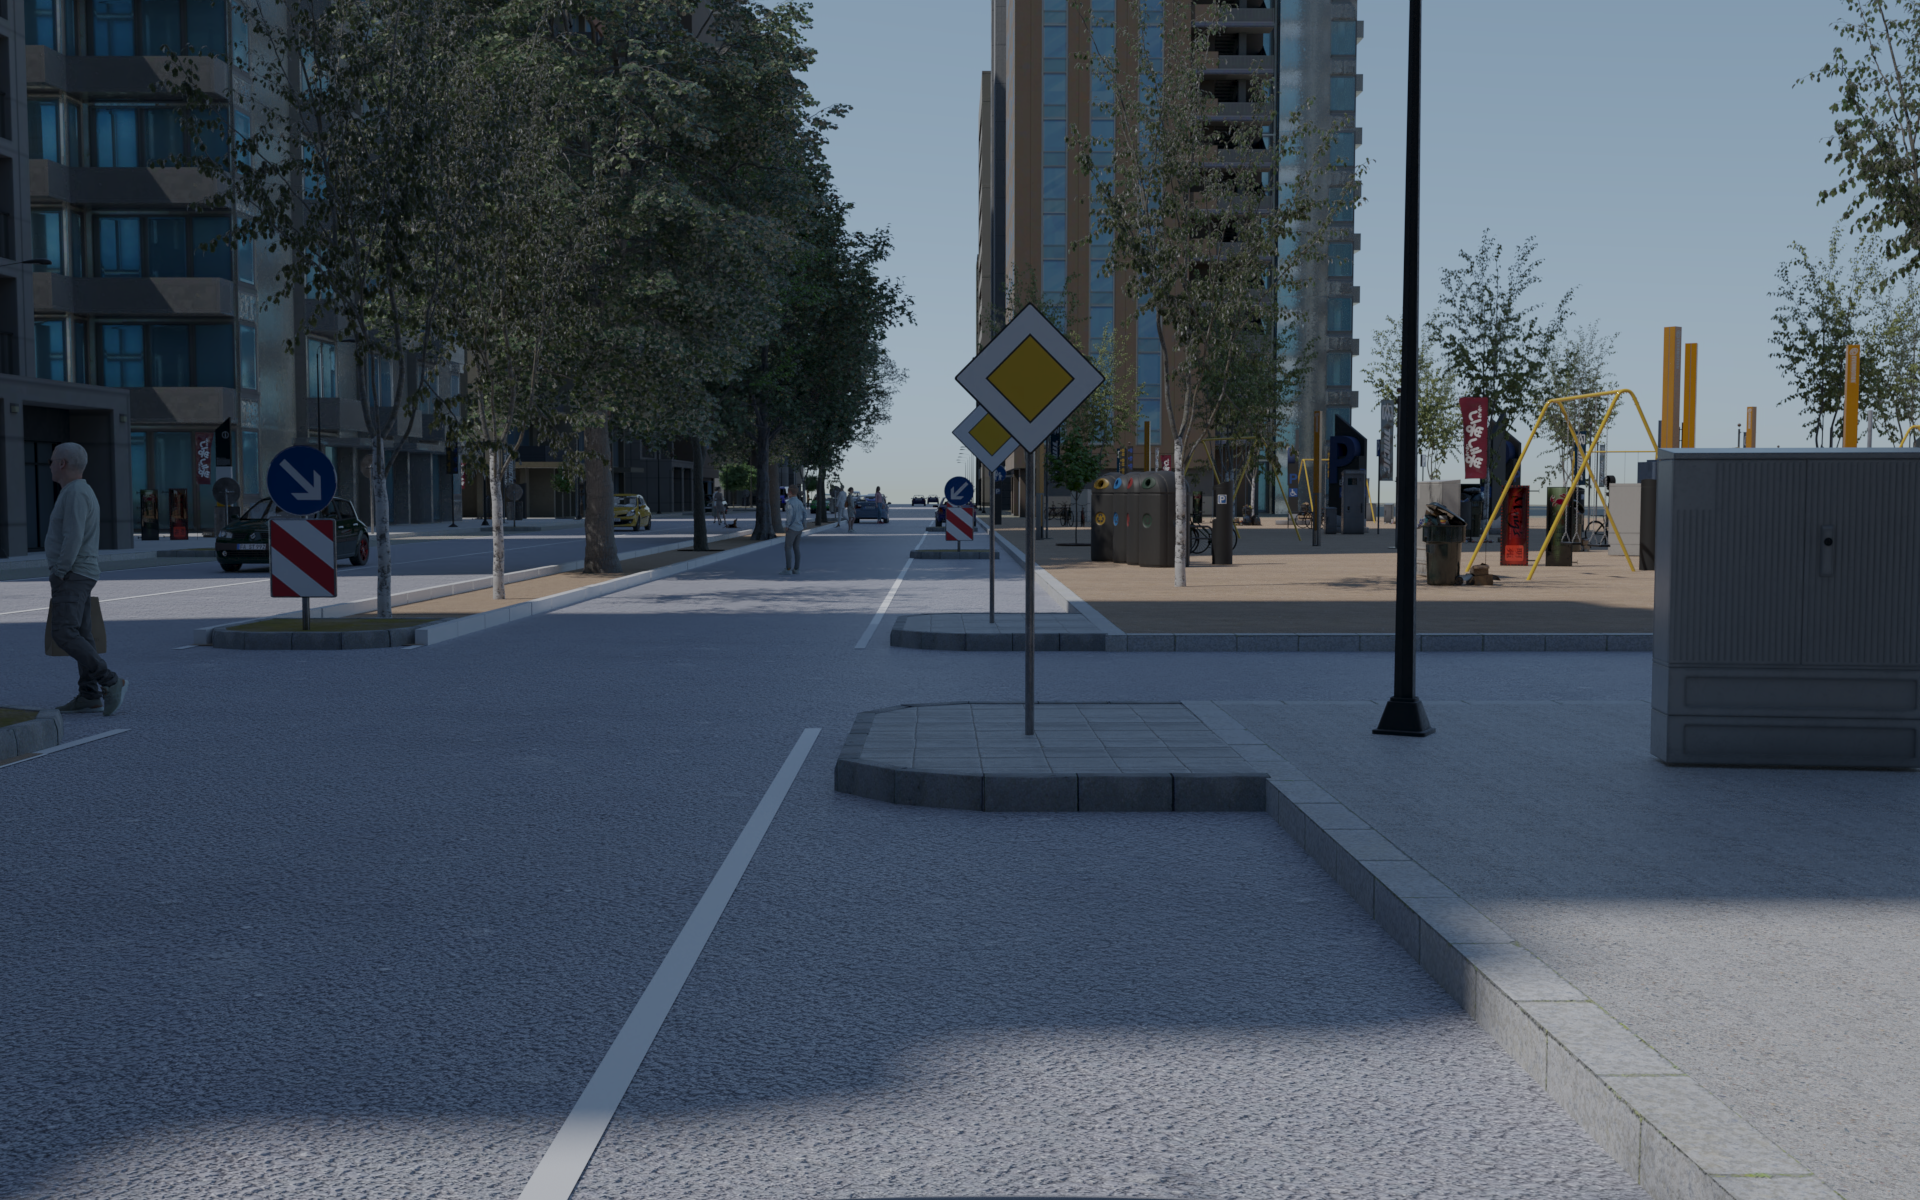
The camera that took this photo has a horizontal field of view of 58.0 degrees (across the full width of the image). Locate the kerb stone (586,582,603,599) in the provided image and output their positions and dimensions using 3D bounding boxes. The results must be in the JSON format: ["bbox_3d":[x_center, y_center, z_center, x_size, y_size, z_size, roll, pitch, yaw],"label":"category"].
[{"bbox_3d":[-5.153,-0.115,24.071,0.120,0.150,1.000,0,4,0],"label":"kerb stone"}]

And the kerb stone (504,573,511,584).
[{"bbox_3d":[-7.268,-0.303,27.148,0.120,0.150,1.000,0,4,0],"label":"kerb stone"}]

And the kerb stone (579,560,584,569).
[{"bbox_3d":[-7.316,-0.678,33.286,0.120,0.150,1.000,0,4,0],"label":"kerb stone"}]

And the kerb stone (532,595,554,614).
[{"bbox_3d":[-5.127,0.074,21.003,0.120,0.150,1.000,0,4,0],"label":"kerb stone"}]

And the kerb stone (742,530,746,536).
[{"bbox_3d":[-7.485,-2.243,58.924,0.120,0.150,1.000,0,4,0],"label":"kerb stone"}]

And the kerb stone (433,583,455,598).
[{"bbox_3d":[-7.252,-0.114,24.053,0.120,0.150,1.000,0,4,0],"label":"kerb stone"}]

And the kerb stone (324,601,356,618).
[{"bbox_3d":[-7.220,0.137,19.965,0.120,0.150,1.000,0,4,0],"label":"kerb stone"}]

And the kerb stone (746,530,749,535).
[{"bbox_3d":[-7.494,-2.309,59.952,0.120,0.150,1.000,0,4,0],"label":"kerb stone"}]

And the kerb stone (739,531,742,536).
[{"bbox_3d":[-7.480,-2.183,57.888,0.120,0.150,1.000,0,4,0],"label":"kerb stone"}]

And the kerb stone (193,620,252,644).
[{"bbox_3d":[-7.200,0.324,16.899,0.120,0.150,1.000,0,4,0],"label":"kerb stone"}]

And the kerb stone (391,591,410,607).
[{"bbox_3d":[-7.240,0.014,22.009,0.120,0.150,1.000,0,4,0],"label":"kerb stone"}]

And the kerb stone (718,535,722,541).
[{"bbox_3d":[-7.441,-1.870,52.769,0.120,0.150,1.000,0,4,0],"label":"kerb stone"}]

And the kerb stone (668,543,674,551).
[{"bbox_3d":[-7.386,-1.306,43.543,0.120,0.150,1.000,0,4,0],"label":"kerb stone"}]

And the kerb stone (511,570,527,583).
[{"bbox_3d":[-7.276,-0.366,28.177,0.120,0.150,1.000,0,4,0],"label":"kerb stone"}]

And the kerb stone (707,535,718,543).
[{"bbox_3d":[-7.438,-1.807,51.736,0.120,0.150,1.000,0,4,0],"label":"kerb stone"}]

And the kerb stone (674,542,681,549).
[{"bbox_3d":[-7.394,-1.368,44.569,0.120,0.150,1.000,0,4,0],"label":"kerb stone"}]

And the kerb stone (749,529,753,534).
[{"bbox_3d":[-7.501,-2.372,60.974,0.120,0.150,1.000,0,4,0],"label":"kerb stone"}]

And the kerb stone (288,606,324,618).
[{"bbox_3d":[-7.228,0.199,18.943,0.120,0.150,1.000,0,4,0],"label":"kerb stone"}]

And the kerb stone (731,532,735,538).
[{"bbox_3d":[-7.460,-2.058,55.844,0.120,0.150,1.000,0,4,0],"label":"kerb stone"}]

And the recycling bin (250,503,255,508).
[{"bbox_3d":[-19.433,-2.198,48.487,0.722,1.027,0.722,-1,4,-14],"label":"recycling bin"}]

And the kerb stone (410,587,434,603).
[{"bbox_3d":[-7.244,-0.050,23.031,0.120,0.150,1.000,0,4,0],"label":"kerb stone"}]

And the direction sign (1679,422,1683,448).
[{"bbox_3d":[22.715,-3.842,54.806,0.379,3.537,0.876,-3,4,-38],"label":"direction sign"}]

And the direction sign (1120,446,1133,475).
[{"bbox_3d":[7.864,-5.501,81.941,0.379,3.537,0.876,-3,4,-38],"label":"direction sign"}]

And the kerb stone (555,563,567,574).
[{"bbox_3d":[-7.301,-0.548,31.243,0.120,0.150,1.000,0,4,0],"label":"kerb stone"}]

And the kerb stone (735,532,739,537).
[{"bbox_3d":[-7.474,-2.121,56.866,0.120,0.150,1.000,0,4,0],"label":"kerb stone"}]

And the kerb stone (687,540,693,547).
[{"bbox_3d":[-7.401,-1.494,46.618,0.120,0.150,1.000,0,4,0],"label":"kerb stone"}]

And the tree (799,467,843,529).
[{"bbox_3d":[-6.397,-7.230,71.024,4.360,8.622,3.978,0,3,0],"label":"tree"}]

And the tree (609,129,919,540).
[{"bbox_3d":[-6.074,-8.174,53.104,9.611,12.733,9.660,0,3,0],"label":"tree"}]

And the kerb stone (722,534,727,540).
[{"bbox_3d":[-7.449,-1.932,53.791,0.120,0.150,1.000,0,4,0],"label":"kerb stone"}]

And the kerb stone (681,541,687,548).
[{"bbox_3d":[-7.390,-1.430,45.596,0.120,0.150,1.000,0,4,0],"label":"kerb stone"}]

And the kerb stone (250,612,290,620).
[{"bbox_3d":[-7.210,0.264,17.921,0.120,0.150,1.000,0,4,0],"label":"kerb stone"}]

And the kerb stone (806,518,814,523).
[{"bbox_3d":[-7.679,-4.065,88.657,0.120,0.150,1.000,0,4,0],"label":"kerb stone"}]

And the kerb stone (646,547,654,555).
[{"bbox_3d":[-7.364,-1.109,40.465,0.120,0.150,1.000,0,4,0],"label":"kerb stone"}]

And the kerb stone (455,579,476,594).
[{"bbox_3d":[-7.253,-0.177,25.088,0.120,0.150,1.000,0,4,0],"label":"kerb stone"}]

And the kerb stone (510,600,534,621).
[{"bbox_3d":[-5.124,0.136,19.967,0.120,0.150,1.000,0,4,0],"label":"kerb stone"}]

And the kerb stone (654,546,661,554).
[{"bbox_3d":[-7.368,-1.179,41.492,0.120,0.150,1.000,0,4,0],"label":"kerb stone"}]

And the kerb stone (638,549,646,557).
[{"bbox_3d":[-7.354,-1.050,39.437,0.120,0.150,1.000,0,4,0],"label":"kerb stone"}]

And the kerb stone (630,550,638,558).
[{"bbox_3d":[-7.353,-0.990,38.414,0.120,0.150,1.000,0,4,0],"label":"kerb stone"}]

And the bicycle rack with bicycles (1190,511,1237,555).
[{"bbox_3d":[4.543,-1.465,37.337,2.925,0.926,2.852,0,4,-6],"label":"bicycle rack with bicycles"}]

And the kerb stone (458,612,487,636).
[{"bbox_3d":[-5.109,0.262,17.910,0.120,0.150,1.000,0,4,0],"label":"kerb stone"}]

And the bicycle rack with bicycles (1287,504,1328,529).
[{"bbox_3d":[13.629,-3.122,64.420,2.925,0.926,2.852,-1,4,-17],"label":"bicycle rack with bicycles"}]

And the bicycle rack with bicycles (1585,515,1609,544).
[{"bbox_3d":[16.897,-1.792,42.677,2.925,0.926,2.852,0,4,3],"label":"bicycle rack with bicycles"}]

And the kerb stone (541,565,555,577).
[{"bbox_3d":[-7.284,-0.491,30.221,0.120,0.150,1.000,0,4,0],"label":"kerb stone"}]

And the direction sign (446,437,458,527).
[{"bbox_3d":[-19.666,-4.594,67.115,0.379,3.537,0.876,-3,5,-44],"label":"direction sign"}]

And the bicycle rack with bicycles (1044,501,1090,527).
[{"bbox_3d":[3.823,-3.328,67.787,2.852,0.926,2.925,0,4,6],"label":"bicycle rack with bicycles"}]

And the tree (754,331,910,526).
[{"bbox_3d":[-6.410,-8.588,77.286,8.767,10.594,7.601,0,4,0],"label":"tree"}]

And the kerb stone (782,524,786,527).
[{"bbox_3d":[-7.597,-3.248,75.336,0.120,0.150,1.000,0,4,0],"label":"kerb stone"}]

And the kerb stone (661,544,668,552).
[{"bbox_3d":[-7.371,-1.243,42.521,0.120,0.150,1.000,0,4,0],"label":"kerb stone"}]

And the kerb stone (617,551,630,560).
[{"bbox_3d":[-7.338,-0.929,37.385,0.120,0.150,1.000,0,4,0],"label":"kerb stone"}]

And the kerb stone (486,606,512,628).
[{"bbox_3d":[-5.117,0.199,18.936,0.120,0.150,1.000,0,4,0],"label":"kerb stone"}]

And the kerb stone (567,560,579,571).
[{"bbox_3d":[-7.313,-0.616,32.264,0.120,0.150,1.000,0,4,0],"label":"kerb stone"}]

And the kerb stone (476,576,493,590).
[{"bbox_3d":[-7.261,-0.238,26.120,0.120,0.150,1.000,0,4,0],"label":"kerb stone"}]

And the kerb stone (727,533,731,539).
[{"bbox_3d":[-7.459,-1.996,54.822,0.120,0.150,1.000,0,4,0],"label":"kerb stone"}]

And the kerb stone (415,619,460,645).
[{"bbox_3d":[-5.100,0.325,16.888,0.120,0.150,1.000,0,4,0],"label":"kerb stone"}]

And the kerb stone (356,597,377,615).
[{"bbox_3d":[-7.234,0.077,20.988,0.120,0.150,1.000,0,4,0],"label":"kerb stone"}]

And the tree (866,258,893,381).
[{"bbox_3d":[-6.861,-9.453,63.663,9.857,13.997,8.962,0,3,0],"label":"tree"}]

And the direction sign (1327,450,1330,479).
[{"bbox_3d":[19.148,-5.972,89.632,0.379,3.537,0.876,0,4,-5],"label":"direction sign"}]

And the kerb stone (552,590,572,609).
[{"bbox_3d":[-5.135,0.012,22.027,0.120,0.150,1.000,0,4,0],"label":"kerb stone"}]

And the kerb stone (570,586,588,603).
[{"bbox_3d":[-5.148,-0.049,23.049,0.120,0.150,1.000,0,4,0],"label":"kerb stone"}]

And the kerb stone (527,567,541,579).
[{"bbox_3d":[-7.283,-0.426,29.199,0.120,0.150,1.000,0,4,0],"label":"kerb stone"}]
